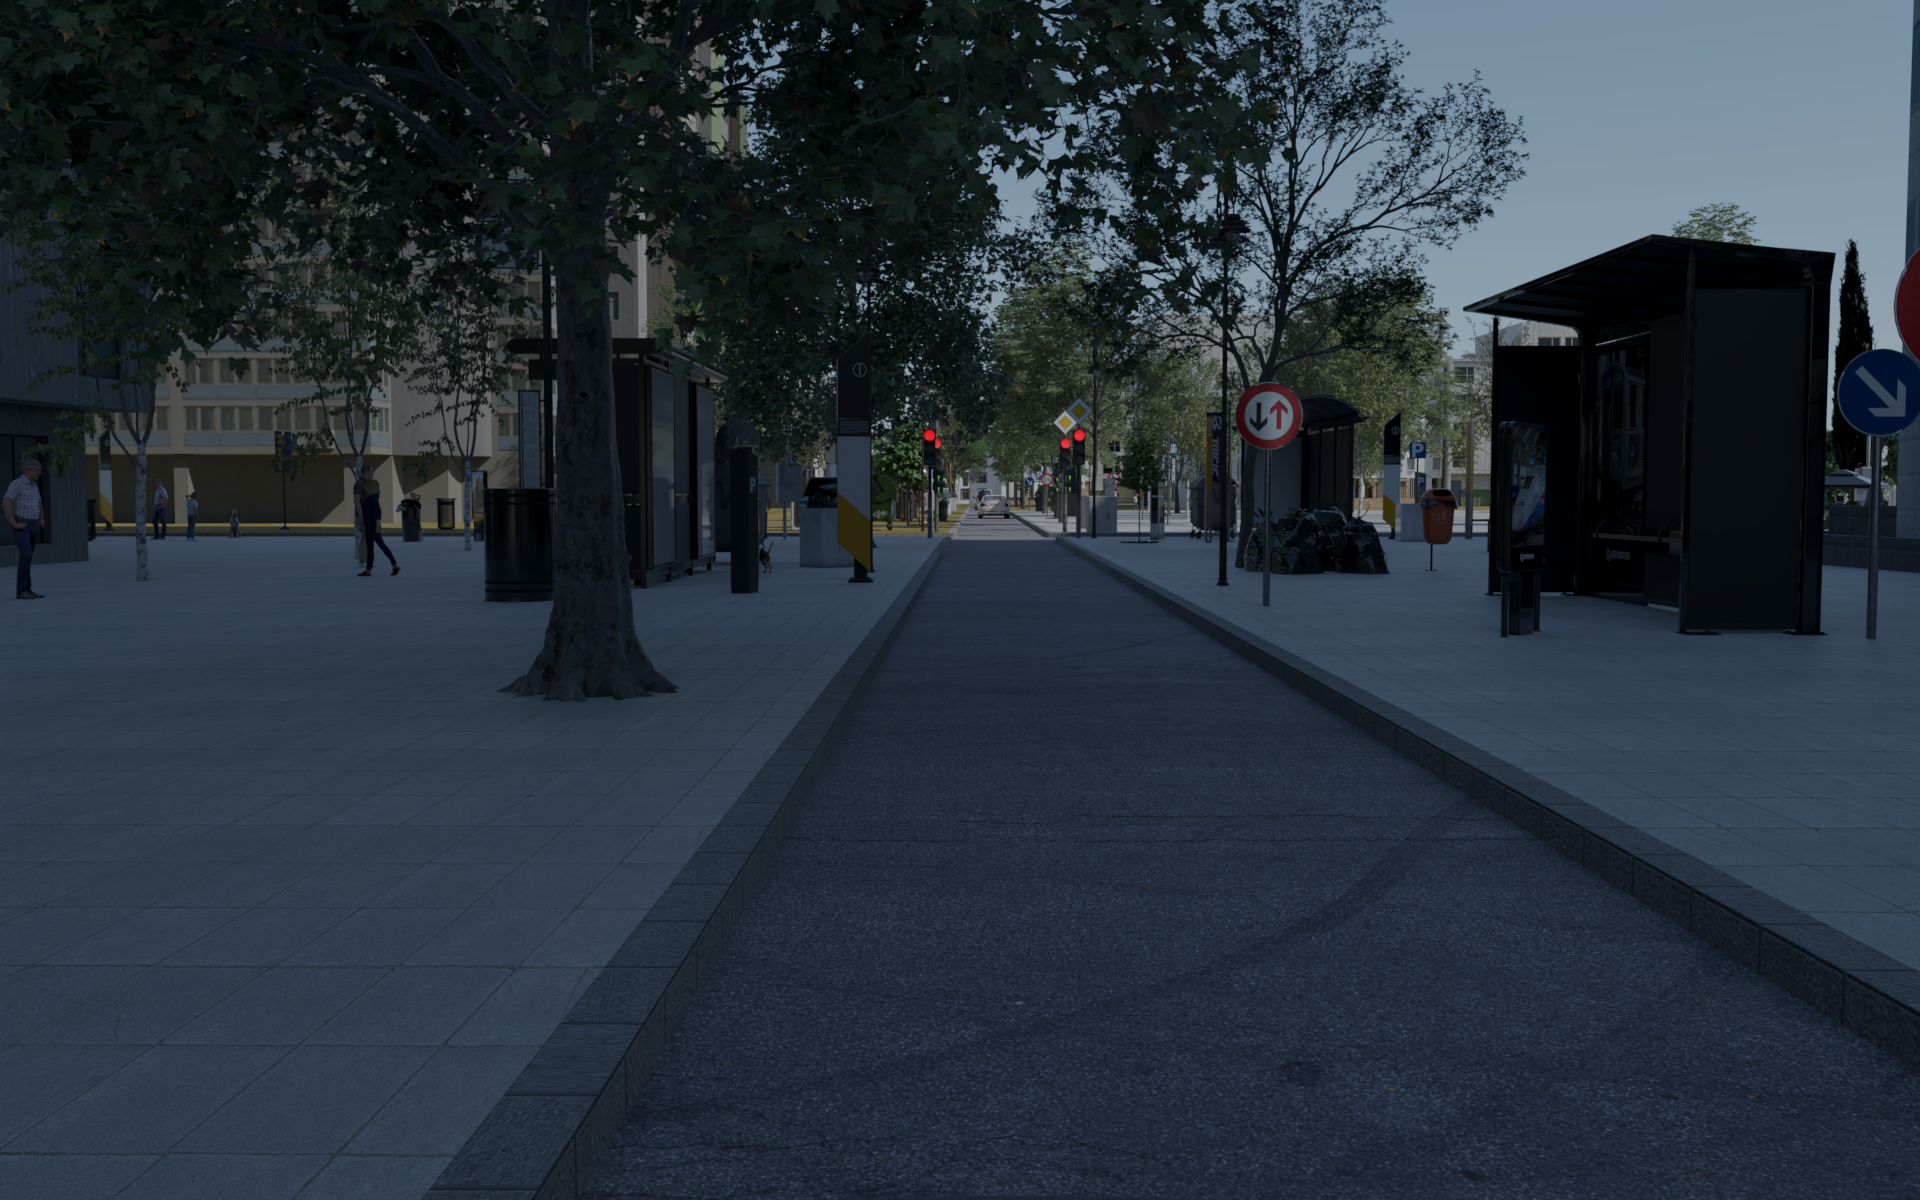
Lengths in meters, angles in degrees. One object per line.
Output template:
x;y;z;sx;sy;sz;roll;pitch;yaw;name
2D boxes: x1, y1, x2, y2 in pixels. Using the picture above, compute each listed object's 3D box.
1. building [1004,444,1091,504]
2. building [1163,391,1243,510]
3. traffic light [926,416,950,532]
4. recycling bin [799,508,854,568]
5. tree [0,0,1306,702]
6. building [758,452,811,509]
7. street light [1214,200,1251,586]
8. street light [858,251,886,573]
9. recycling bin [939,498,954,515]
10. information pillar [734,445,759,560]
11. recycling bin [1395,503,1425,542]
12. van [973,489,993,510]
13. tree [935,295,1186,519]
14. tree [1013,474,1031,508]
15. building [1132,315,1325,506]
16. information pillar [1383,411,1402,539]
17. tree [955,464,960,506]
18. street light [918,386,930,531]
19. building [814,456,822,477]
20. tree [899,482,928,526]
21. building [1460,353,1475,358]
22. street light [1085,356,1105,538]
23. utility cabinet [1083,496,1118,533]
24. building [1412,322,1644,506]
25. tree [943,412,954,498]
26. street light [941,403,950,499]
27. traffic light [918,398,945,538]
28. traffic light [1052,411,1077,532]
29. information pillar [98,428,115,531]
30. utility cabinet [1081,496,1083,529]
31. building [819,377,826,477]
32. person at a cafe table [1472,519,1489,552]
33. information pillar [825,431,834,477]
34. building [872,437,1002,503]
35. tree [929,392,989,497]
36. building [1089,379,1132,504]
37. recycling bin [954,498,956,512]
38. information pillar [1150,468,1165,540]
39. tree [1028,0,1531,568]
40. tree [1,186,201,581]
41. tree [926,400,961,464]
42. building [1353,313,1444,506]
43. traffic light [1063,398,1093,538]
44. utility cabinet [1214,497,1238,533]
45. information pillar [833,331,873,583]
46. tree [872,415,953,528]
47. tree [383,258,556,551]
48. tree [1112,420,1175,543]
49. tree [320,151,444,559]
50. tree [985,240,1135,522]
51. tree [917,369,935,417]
11.885;-23.395;238.923;11.380;20.091;16.016;0;4;1;building
23.434;-12.706;149.893;9.099;9.664;28.070;0;4;1;building
-0.776;-4.254;58.471;0.839;4.253;0.868;0;4;1;traffic light
-2.344;-1.098;30.513;0.722;1.027;0.722;-3;5;-41;recycling bin
-2.504;-5.743;10.902;9.611;12.733;9.660;0;3;0;tree
-28.304;-18.759;150.685;27.936;21.610;32.646;0;4;1;building
3.680;-3.137;24.078;0.468;5.910;1.993;0;4;1;street light
-1.477;-3.386;28.157;0.468;5.910;1.993;0;4;1;street light
-1.015;-5.673;105.304;0.722;1.027;0.722;3;4;37;recycling bin
-3.179;-1.307;25.860;0.304;2.012;0.304;0;4;5;information pillar
12.234;-2.103;46.931;0.722;1.027;0.722;0;4;1;recycling bin
2.135;-8.973;153.714;2.013;2.044;4.112;0;4;-1;van
4.913;-9.969;88.747;9.928;11.665;9.643;0;3;0;tree
6.007;-10.194;161.268;1.663;3.219;1.824;0;3;0;tree
27.907;-19.133;179.289;16.747;18.905;31.486;0;4;1;building
12.215;-3.520;48.915;0.504;3.616;0.183;2;4;25;information pillar
-0.444;-14.791;192.190;4.737;8.622;4.395;0;3;0;tree
-1.271;-5.289;59.259;0.468;5.910;1.993;0;4;1;street light
-22.067;-19.341;172.639;16.016;20.091;11.380;0;4;1;building
-1.618;-4.652;70.662;1.663;3.219;1.824;0;3;0;tree
66.199;-23.401;239.030;11.380;20.091;16.016;0;4;1;building
3.890;-4.728;50.088;0.468;5.910;1.993;0;4;1;street light
4.719;-2.844;57.653;1.020;1.237;0.306;-1;4;-18;utility cabinet
66.235;-19.588;186.728;31.486;18.905;16.747;0;4;1;building
-0.613;-13.906;161.782;8.767;10.594;7.601;-1;4;-17;tree
-0.894;-6.910;85.762;0.468;5.910;1.993;0;4;1;street light
-0.860;-3.765;50.486;0.839;4.253;0.868;0;4;1;traffic light
3.525;-4.252;58.441;0.839;4.253;0.868;0;4;1;traffic light
-29.853;-4.230;60.515;0.183;3.616;0.504;1;4;17;information pillar
4.942;-3.248;64.263;1.020;1.237;0.306;2;4;31;utility cabinet
-30.721;-19.681;188.241;31.486;18.905;16.747;0;4;1;building
12.536;-1.832;38.464;1.698;1.524;1.622;3;5;41;person at a cafe table
-3.563;-3.479;48.228;0.183;3.616;0.504;-3;5;-40;information pillar
-8.207;-17.987;236.234;28.070;9.664;9.099;0;4;1;building
-1.017;-16.855;182.229;9.857;13.997;8.962;0;3;0;tree
33.331;-22.854;240.120;31.486;18.905;16.747;0;4;1;building
-0.663;-6.832;124.249;0.722;1.027;0.722;0;4;-6;recycling bin
5.546;-2.698;48.606;0.304;2.012;0.304;3;5;41;information pillar
4.972;-5.814;29.463;8.767;10.594;7.601;-1;4;-11;tree
-12.145;-4.596;25.504;4.737;8.622;4.395;0;3;0;tree
-1.595;-10.519;122.353;4.360;8.622;3.978;0;3;0;tree
44.704;-20.243;187.396;11.380;20.091;16.016;0;4;1;building
3.441;-3.764;50.457;0.839;4.253;0.868;0;4;1;traffic light
8.903;-2.864;57.990;0.306;1.237;1.020;3;5;41;utility cabinet
-1.521;-2.057;24.990;0.504;3.616;0.183;-1;4;-14;information pillar
-1.896;-5.053;66.328;4.285;4.588;4.351;0;3;0;tree
-11.133;-5.428;39.109;4.360;8.622;3.978;0;3;0;tree
4.839;-3.110;45.446;1.663;3.219;1.824;0;3;0;tree
-11.946;-5.118;34.044;4.737;8.622;4.395;0;3;0;tree
4.235;-9.769;77.844;7.486;12.596;7.792;0;3;0;tree
-0.874;-12.680;133.077;9.928;11.665;9.643;0;3;0;tree
